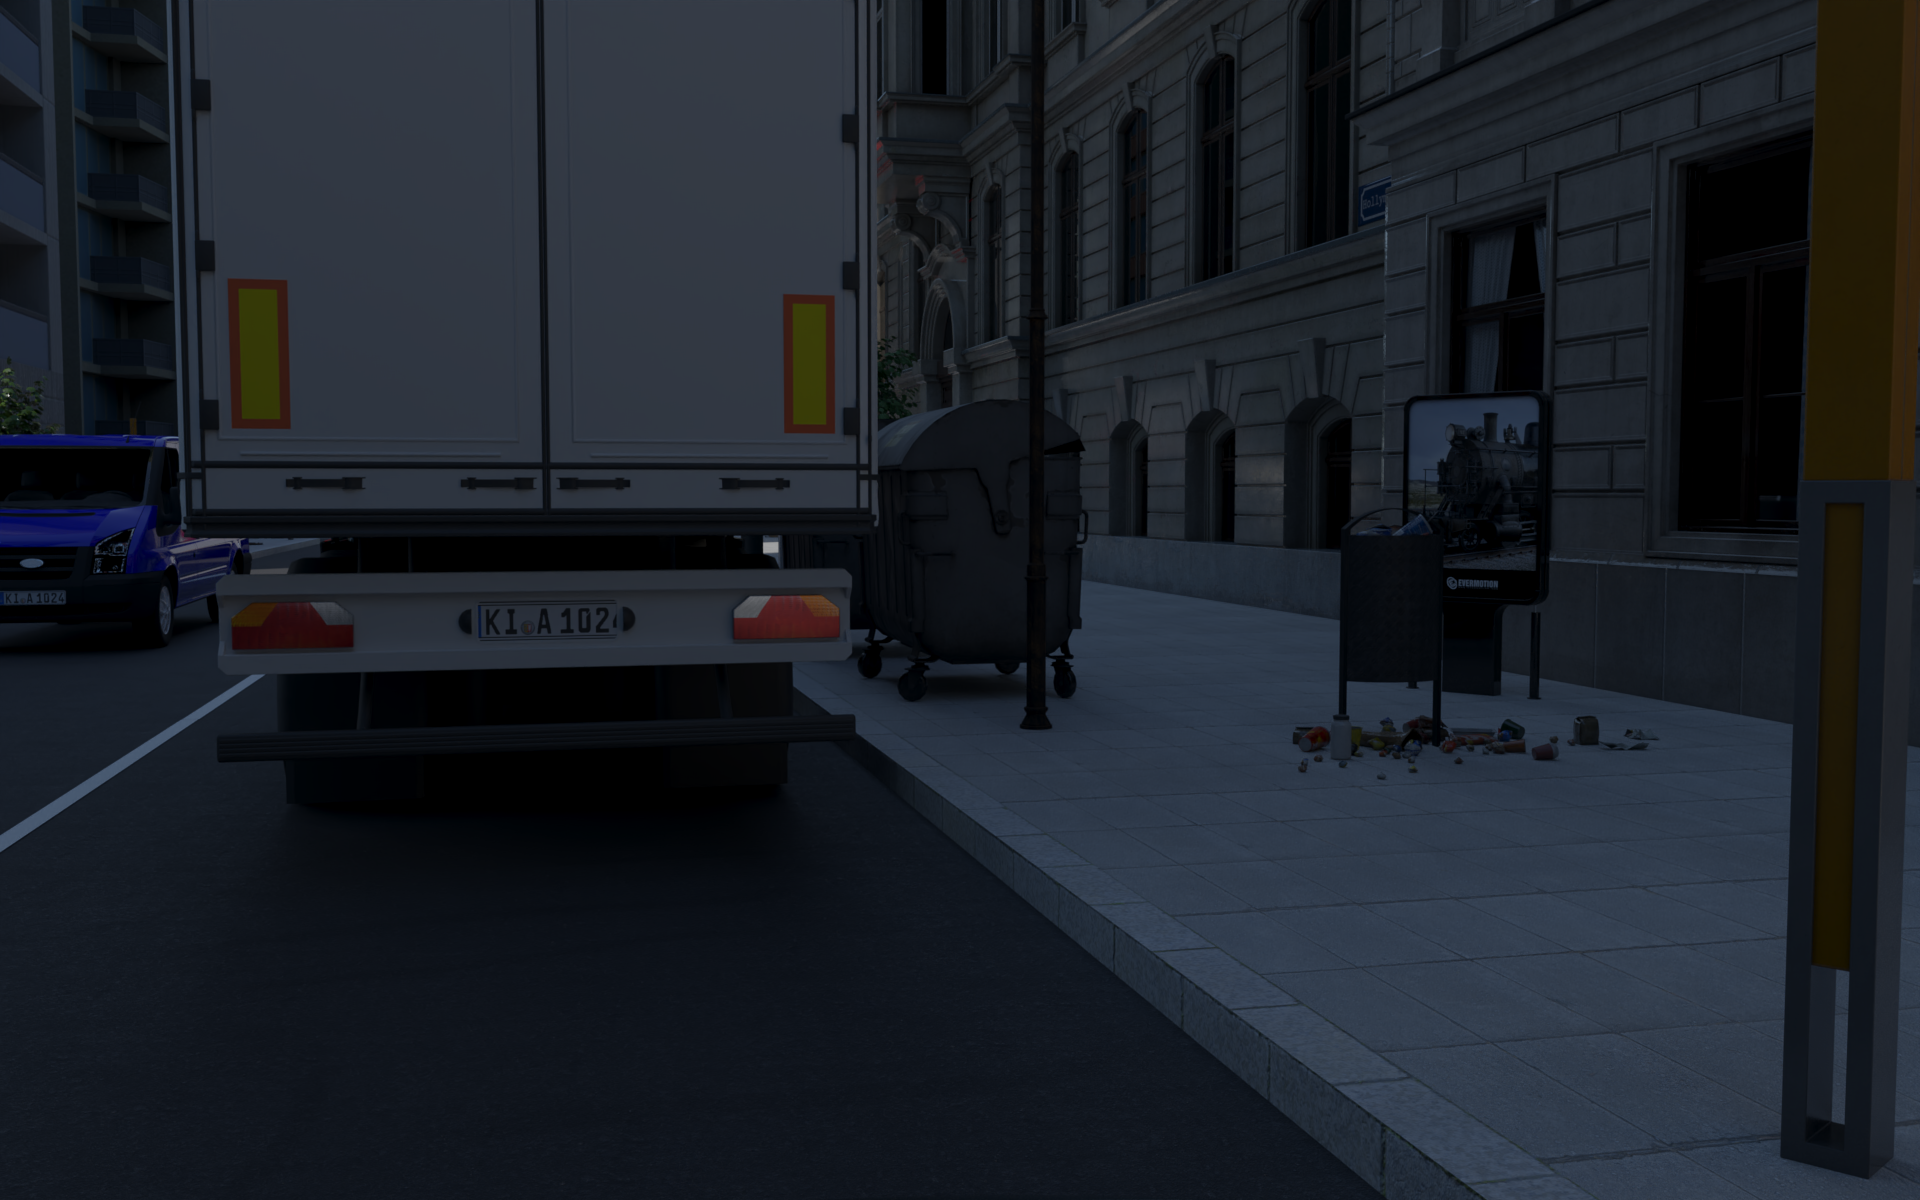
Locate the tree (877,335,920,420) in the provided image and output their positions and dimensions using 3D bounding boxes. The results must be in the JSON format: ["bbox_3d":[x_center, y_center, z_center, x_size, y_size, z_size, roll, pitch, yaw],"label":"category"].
[{"bbox_3d":[-2.328,-2.546,25.341,4.285,4.588,4.351,0,3,0],"label":"tree"}]

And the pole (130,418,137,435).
[{"bbox_3d":[-22.281,-3.236,46.757,0.158,3.312,0.155,0,3,0],"label":"pole"}]

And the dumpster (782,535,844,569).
[{"bbox_3d":[-0.782,-0.515,14.179,1.264,1.857,1.865,-1,4,-14],"label":"dumpster"}]

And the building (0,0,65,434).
[{"bbox_3d":[-32.887,-29.853,30.093,28.212,58.520,21.231,-1,4,-14],"label":"building"}]

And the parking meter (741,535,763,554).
[{"bbox_3d":[-3.427,-1.231,28.532,0.372,1.533,0.369,0,3,0],"label":"parking meter"}]

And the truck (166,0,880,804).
[{"bbox_3d":[-2.832,-1.382,11.517,2.839,4.237,11.283,-1,4,-14],"label":"truck"}]

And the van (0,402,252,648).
[{"bbox_3d":[-8.733,-0.816,17.719,2.240,2.365,5.245,-1,4,-13],"label":"van"}]

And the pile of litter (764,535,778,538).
[{"bbox_3d":[-4.899,-2.287,51.357,1.719,0.858,1.176,1,4,9],"label":"pile of litter"}]

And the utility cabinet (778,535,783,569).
[{"bbox_3d":[-1.353,-0.410,17.861,1.020,1.237,0.306,-1,4,-10],"label":"utility cabinet"}]

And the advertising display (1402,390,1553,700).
[{"bbox_3d":[3.290,-0.359,11.089,0.974,1.923,0.123,3,5,44],"label":"advertising display"}]

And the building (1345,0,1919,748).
[{"bbox_3d":[10.121,-8.674,6.451,10.561,19.102,19.286,-1,4,-14],"label":"building"}]

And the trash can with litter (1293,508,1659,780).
[{"bbox_3d":[2.575,0.145,8.680,2.233,1.210,1.678,-1,4,-9],"label":"trash can with litter"}]

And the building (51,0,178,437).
[{"bbox_3d":[-40.670,-25.420,70.249,22.147,44.769,28.867,-1,4,-14],"label":"building"}]

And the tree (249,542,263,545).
[{"bbox_3d":[-18.015,-2.995,43.564,1.663,3.219,1.824,0,3,0],"label":"tree"}]

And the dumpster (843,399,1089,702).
[{"bbox_3d":[0.037,-0.348,11.447,1.264,1.857,1.865,-1,4,-14],"label":"dumpster"}]

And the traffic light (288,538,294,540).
[{"bbox_3d":[-18.724,-3.637,48.385,0.839,4.253,0.868,-1,4,-14],"label":"traffic light"}]

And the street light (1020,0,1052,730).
[{"bbox_3d":[0.417,-2.234,9.320,0.468,5.910,1.993,-1,4,-14],"label":"street light"}]

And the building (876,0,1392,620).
[{"bbox_3d":[5.184,-13.084,33.000,14.460,24.649,34.723,-1,4,-14],"label":"building"}]

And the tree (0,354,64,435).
[{"bbox_3d":[-13.089,-1.806,24.134,1.663,3.219,1.824,0,3,0],"label":"tree"}]

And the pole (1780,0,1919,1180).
[{"bbox_3d":[1.695,-0.575,3.246,0.158,3.312,0.155,0,3,0],"label":"pole"}]
